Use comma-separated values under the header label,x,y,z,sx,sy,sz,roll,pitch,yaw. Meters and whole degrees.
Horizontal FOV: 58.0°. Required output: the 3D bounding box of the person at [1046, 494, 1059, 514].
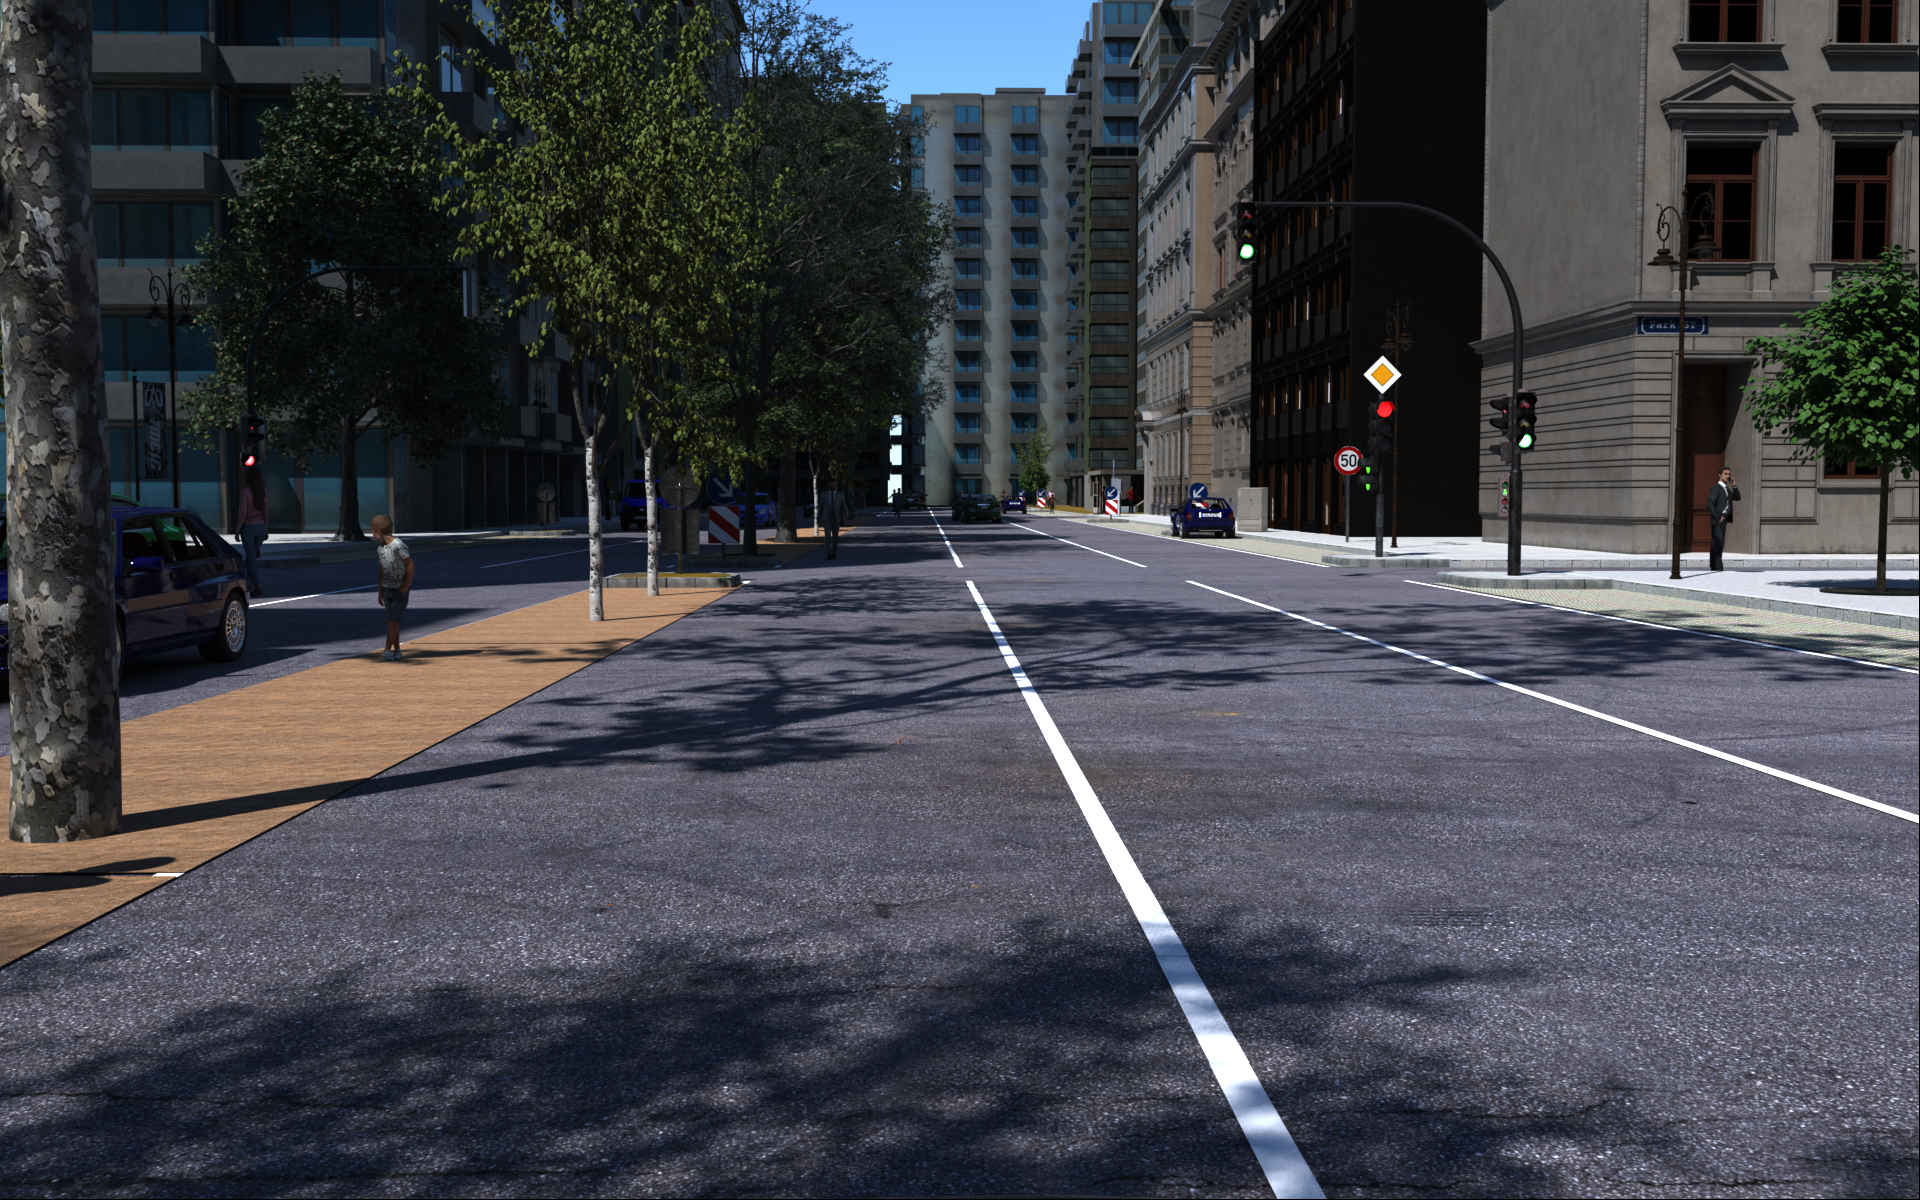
label,x,y,z,sx,sy,sz,roll,pitch,yaw
person,6.758,-7.035,126.776,1.065,1.426,0.557,-1,4,-18

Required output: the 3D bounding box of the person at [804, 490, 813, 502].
label,x,y,z,sx,sy,sz,roll,pitch,yaw
person,-12.018,-7.892,138.081,0.990,1.755,0.434,1,4,19

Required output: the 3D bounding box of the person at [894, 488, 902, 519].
label,x,y,z,sx,sy,sz,roll,pitch,yaw
person,-3.509,-5.466,98.207,0.601,1.785,0.444,-3,4,-38

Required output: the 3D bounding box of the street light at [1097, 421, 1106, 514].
label,x,y,z,sx,sy,sz,roll,pitch,yaw
street light,8.947,-8.363,109.517,0.468,5.910,1.993,0,4,-1

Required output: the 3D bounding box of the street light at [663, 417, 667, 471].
label,x,y,z,sx,sy,sz,roll,pitch,yaw
street light,-17.681,-8.033,104.127,0.468,5.910,1.993,0,4,-1

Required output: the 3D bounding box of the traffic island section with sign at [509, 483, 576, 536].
label,x,y,z,sx,sy,sz,roll,pitch,yaw
traffic island section with sign,-14.408,-3.144,60.028,1.989,1.847,2.006,0,4,-1

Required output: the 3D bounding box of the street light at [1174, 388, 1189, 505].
label,x,y,z,sx,sy,sz,roll,pitch,yaw
street light,9.632,-6.277,75.424,0.468,5.910,1.993,0,4,-1

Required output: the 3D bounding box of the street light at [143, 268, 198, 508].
label,x,y,z,sx,sy,sz,roll,pitch,yaw
street light,-16.156,-3.841,35.581,0.468,5.910,1.993,0,4,-1

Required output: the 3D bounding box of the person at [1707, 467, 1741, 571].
label,x,y,z,sx,sy,sz,roll,pitch,yaw
person,13.187,-1.347,29.892,0.474,1.900,0.648,2,4,35

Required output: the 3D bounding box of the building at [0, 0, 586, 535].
label,x,y,z,sx,sy,sz,roll,pitch,yaw
building,-28.059,-27.353,66.832,23.786,49.044,30.456,0,4,-1

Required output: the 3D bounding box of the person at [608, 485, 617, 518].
label,x,y,z,sx,sy,sz,roll,pitch,yaw
person,-18.604,-5.252,92.454,0.519,1.759,0.362,1,4,14

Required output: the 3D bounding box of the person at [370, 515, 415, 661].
label,x,y,z,sx,sy,sz,roll,pitch,yaw
person,-4.883,-0.106,14.916,0.352,1.250,0.332,-2,4,-24

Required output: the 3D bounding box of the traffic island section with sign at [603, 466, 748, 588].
label,x,y,z,sx,sy,sz,roll,pitch,yaw
traffic island section with sign,-4.493,-1.168,27.234,2.006,1.907,1.989,0,4,-1

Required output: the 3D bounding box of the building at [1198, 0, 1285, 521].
label,x,y,z,sx,sy,sz,roll,pitch,yaw
building,19.420,-17.803,78.474,14.401,28.519,23.554,0,4,-1

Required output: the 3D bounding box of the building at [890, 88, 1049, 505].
label,x,y,z,sx,sy,sz,roll,pitch,yaw
building,6.959,-35.928,207.031,30.456,49.044,23.786,0,4,-1

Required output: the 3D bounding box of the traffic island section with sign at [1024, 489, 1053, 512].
label,x,y,z,sx,sy,sz,roll,pitch,yaw
traffic island section with sign,6.292,-7.857,137.083,1.989,1.847,2.006,0,4,-1

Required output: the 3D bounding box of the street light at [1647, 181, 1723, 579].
label,x,y,z,sx,sy,sz,roll,pitch,yaw
street light,10.802,-3.252,25.963,0.468,5.910,1.993,0,4,-1

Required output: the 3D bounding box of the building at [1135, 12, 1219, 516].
label,x,y,z,sx,sy,sz,roll,pitch,yaw
building,18.179,-19.238,100.442,13.634,28.700,20.117,0,4,-1

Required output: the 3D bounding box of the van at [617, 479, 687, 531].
label,x,y,z,sx,sy,sz,roll,pitch,yaw
van,-12.319,-3.988,69.587,2.240,2.365,5.245,0,3,0

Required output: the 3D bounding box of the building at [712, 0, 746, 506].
label,x,y,z,sx,sy,sz,roll,pitch,yaw
building,-35.602,-35.442,168.708,27.495,52.752,28.713,0,4,-1

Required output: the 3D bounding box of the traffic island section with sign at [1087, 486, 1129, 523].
label,x,y,z,sx,sy,sz,roll,pitch,yaw
traffic island section with sign,7.410,-4.794,87.009,1.989,1.847,2.006,0,4,-1

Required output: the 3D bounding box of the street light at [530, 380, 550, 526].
label,x,y,z,sx,sy,sz,roll,pitch,yaw
street light,-16.949,-5.948,70.035,0.468,5.910,1.993,0,4,-1

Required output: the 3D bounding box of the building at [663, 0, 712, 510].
label,x,y,z,sx,sy,sz,roll,pitch,yaw
building,-31.083,-31.244,134.545,21.300,48.544,21.600,0,4,-1

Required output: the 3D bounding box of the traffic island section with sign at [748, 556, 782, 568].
label,x,y,z,sx,sy,sz,roll,pitch,yaw
traffic island section with sign,-4.649,-1.621,34.640,2.006,1.907,1.989,0,4,-1

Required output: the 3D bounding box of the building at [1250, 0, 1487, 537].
label,x,y,z,sx,sy,sz,roll,pitch,yaw
building,17.578,-14.021,58.928,12.332,23.373,15.834,0,4,-1

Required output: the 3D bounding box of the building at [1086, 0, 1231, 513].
label,x,y,z,sx,sy,sz,roll,pitch,yaw
building,26.086,-26.638,127.404,32.217,40.220,23.993,0,4,-1

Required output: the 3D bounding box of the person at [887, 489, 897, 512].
label,x,y,z,sx,sy,sz,roll,pitch,yaw
person,-5.327,-8.058,140.332,1.350,1.814,0.705,3,4,37

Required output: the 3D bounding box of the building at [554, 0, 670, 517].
label,x,y,z,sx,sy,sz,roll,pitch,yaw
building,-27.665,-26.456,116.154,14.154,41.232,14.086,0,4,-1

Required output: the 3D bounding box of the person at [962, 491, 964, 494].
label,x,y,z,sx,sy,sz,roll,pitch,yaw
person,0.248,-10.109,174.304,1.217,1.766,0.721,1,4,22

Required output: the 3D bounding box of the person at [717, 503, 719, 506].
label,x,y,z,sx,sy,sz,roll,pitch,yaw
person,-20.856,-8.696,148.305,1.350,1.814,0.705,0,4,-2

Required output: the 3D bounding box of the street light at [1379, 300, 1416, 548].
label,x,y,z,sx,sy,sz,roll,pitch,yaw
street light,10.404,-4.192,41.327,0.468,5.910,1.993,0,4,-1

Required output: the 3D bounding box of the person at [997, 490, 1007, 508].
label,x,y,z,sx,sy,sz,roll,pitch,yaw
person,3.301,-7.616,133.743,1.217,1.735,0.721,2,4,31

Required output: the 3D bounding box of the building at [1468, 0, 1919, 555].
label,x,y,z,sx,sy,sz,roll,pitch,yaw
building,23.903,-12.543,41.242,21.152,22.565,11.583,0,4,-1

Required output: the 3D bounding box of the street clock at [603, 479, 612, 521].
label,x,y,z,sx,sy,sz,roll,pitch,yaw
street clock,-17.091,-4.859,84.017,0.358,2.002,0.471,1,4,23

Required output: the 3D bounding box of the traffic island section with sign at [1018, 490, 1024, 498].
label,x,y,z,sx,sy,sz,roll,pitch,yaw
traffic island section with sign,5.694,-9.505,164.031,1.989,1.847,2.006,0,4,-1

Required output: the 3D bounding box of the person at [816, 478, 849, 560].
label,x,y,z,sx,sy,sz,roll,pitch,yaw
person,-2.792,-1.780,37.871,0.678,1.792,0.850,-1,4,-9

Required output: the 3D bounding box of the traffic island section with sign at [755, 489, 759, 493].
label,x,y,z,sx,sy,sz,roll,pitch,yaw
traffic island section with sign,-16.121,-7.822,136.516,1.989,1.847,2.006,0,4,-1

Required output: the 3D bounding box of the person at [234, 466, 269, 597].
label,x,y,z,sx,sy,sz,roll,pitch,yaw
person,-9.835,-0.954,24.103,0.388,1.821,0.555,1,4,16

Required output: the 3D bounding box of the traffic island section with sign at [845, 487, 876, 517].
label,x,y,z,sx,sy,sz,roll,pitch,yaw
traffic island section with sign,-6.333,-6.216,109.760,2.006,1.907,1.989,0,4,-1

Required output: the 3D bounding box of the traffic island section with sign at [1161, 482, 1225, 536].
label,x,y,z,sx,sy,sz,roll,pitch,yaw
traffic island section with sign,8.020,-3.135,59.885,1.989,1.847,2.006,0,4,-1

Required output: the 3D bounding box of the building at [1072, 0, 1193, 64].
label,x,y,z,sx,sy,sz,roll,pitch,yaw
building,21.961,-33.597,168.925,23.786,49.044,30.456,0,4,-1

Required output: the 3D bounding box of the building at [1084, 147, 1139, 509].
label,x,y,z,sx,sy,sz,roll,pitch,yaw
building,17.429,-22.963,147.146,14.160,30.474,14.107,0,4,-1

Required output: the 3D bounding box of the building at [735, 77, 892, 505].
label,x,y,z,sx,sy,sz,roll,pitch,yaw
building,-19.036,-35.572,205.302,21.600,48.544,21.300,0,4,-1
